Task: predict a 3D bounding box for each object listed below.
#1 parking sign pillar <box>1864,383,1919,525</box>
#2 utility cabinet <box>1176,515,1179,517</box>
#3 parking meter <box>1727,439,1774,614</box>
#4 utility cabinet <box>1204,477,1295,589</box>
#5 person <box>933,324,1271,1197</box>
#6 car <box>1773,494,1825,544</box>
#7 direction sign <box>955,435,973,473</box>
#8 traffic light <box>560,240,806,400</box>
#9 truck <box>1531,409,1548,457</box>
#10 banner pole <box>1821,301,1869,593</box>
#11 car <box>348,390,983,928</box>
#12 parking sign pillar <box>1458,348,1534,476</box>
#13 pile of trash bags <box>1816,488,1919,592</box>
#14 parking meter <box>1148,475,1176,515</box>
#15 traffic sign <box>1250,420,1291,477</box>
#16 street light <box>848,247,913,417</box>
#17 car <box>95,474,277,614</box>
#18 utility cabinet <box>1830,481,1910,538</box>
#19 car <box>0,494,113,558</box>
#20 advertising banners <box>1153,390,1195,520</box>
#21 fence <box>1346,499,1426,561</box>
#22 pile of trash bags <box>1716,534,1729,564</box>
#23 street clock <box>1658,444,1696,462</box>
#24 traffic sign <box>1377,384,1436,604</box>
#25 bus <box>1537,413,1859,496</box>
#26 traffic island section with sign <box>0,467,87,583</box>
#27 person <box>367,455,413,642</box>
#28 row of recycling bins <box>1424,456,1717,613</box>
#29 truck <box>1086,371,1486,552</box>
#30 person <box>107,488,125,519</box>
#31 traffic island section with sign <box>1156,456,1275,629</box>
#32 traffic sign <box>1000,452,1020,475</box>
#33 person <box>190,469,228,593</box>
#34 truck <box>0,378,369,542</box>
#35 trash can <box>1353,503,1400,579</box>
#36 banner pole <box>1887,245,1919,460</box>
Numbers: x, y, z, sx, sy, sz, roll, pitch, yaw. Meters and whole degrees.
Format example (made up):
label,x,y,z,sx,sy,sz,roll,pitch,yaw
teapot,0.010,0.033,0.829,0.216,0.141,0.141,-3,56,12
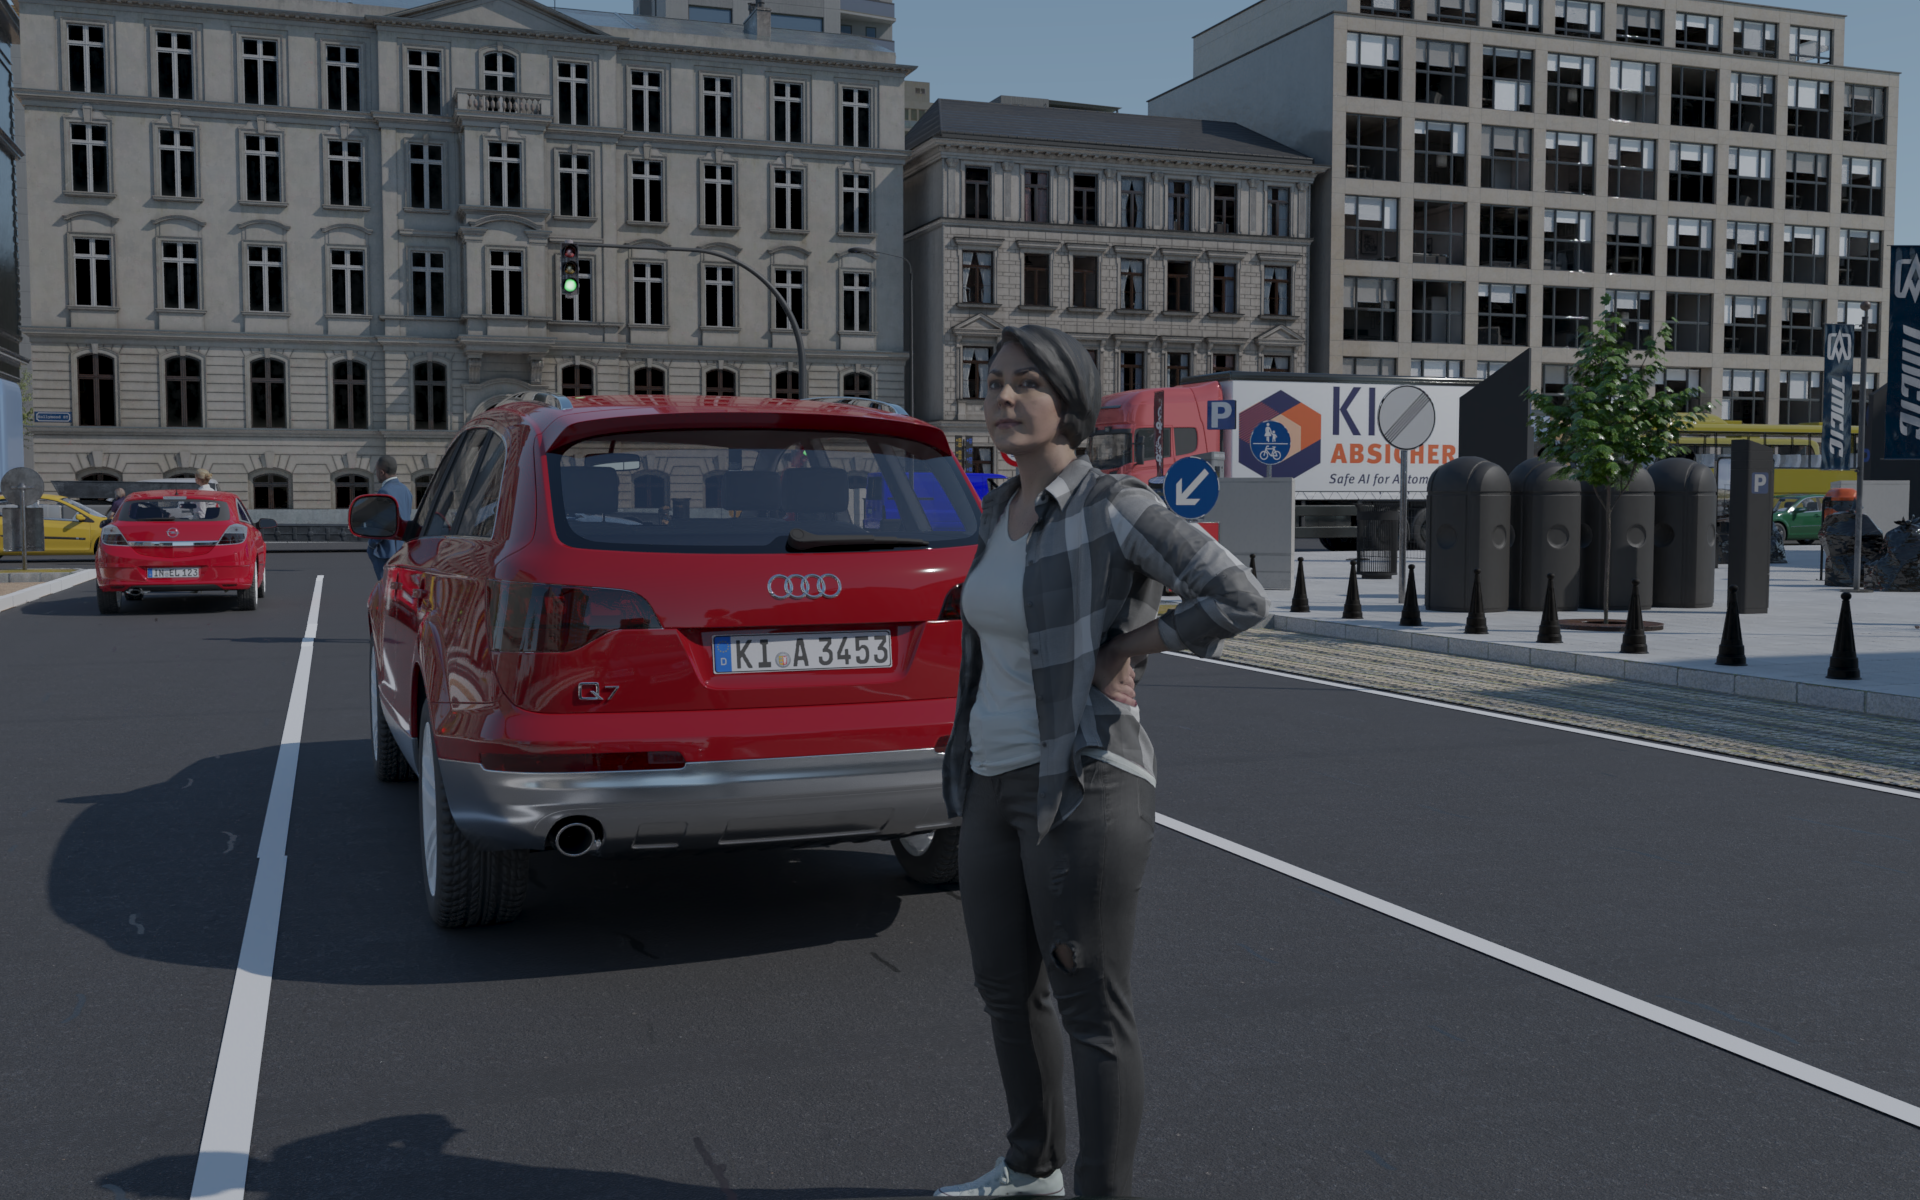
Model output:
label,x,y,z,sx,sy,sz,roll,pitch,yaw
parking sign pillar,17.296,-2.657,31.909,1.447,3.967,1.447,0,4,-3
utility cabinet,4.610,-1.373,33.607,1.020,1.237,0.306,-3,5,-44
parking meter,8.493,-0.789,18.605,0.399,1.863,0.255,-1,4,-20
utility cabinet,3.898,-0.896,23.332,1.173,1.500,0.318,1,4,19
person,0.191,0.366,3.235,0.376,1.734,0.841,-2,4,-24
car,23.332,-2.250,48.591,4.920,1.459,2.131,-1,4,-21
direction sign,0.147,-4.578,66.854,0.876,3.537,0.379,-3,5,-40
traffic light,-4.947,-3.506,31.994,4.771,5.953,1.251,-1,4,-20
truck,17.076,-4.225,57.985,11.283,4.237,2.839,-1,4,-18
banner pole,11.513,-1.986,22.493,0.863,3.779,0.401,-1,4,-16
car,-1.403,0.072,7.493,2.281,1.827,5.304,-1,4,-22
parking sign pillar,10.037,-2.690,32.453,1.447,3.967,1.447,2,4,34
pile of trash bags,12.986,-0.887,24.258,1.912,1.369,3.447,0,4,1
parking meter,2.696,-0.901,23.148,0.372,1.533,0.369,0,3,0
traffic sign,5.341,-1.826,29.959,0.768,2.556,0.104,-1,4,-15
street light,-1.444,-3.689,32.862,1.470,5.913,1.316,-1,4,-20
car,-10.014,-0.819,22.438,2.155,1.783,4.494,-1,4,-20
utility cabinet,14.970,-1.215,28.549,1.173,1.500,0.318,0,4,-4
car,-19.225,-1.626,36.811,3.980,1.641,2.015,-1,4,-19
advertising banners,3.528,-1.988,28.688,0.090,3.025,2.074,-1,4,-11
fence,8.273,-1.312,32.659,0.480,1.192,2.264,-2,4,-33
pile of trash bags,13.533,-1.385,32.399,3.447,1.369,1.912,-1,4,-14
street clock,10.427,-1.264,25.233,0.471,2.002,0.358,0,4,1
traffic sign,5.182,-1.231,20.234,0.768,2.556,0.104,-1,4,-16
bus,23.920,-3.807,53.786,12.252,3.916,2.896,-1,4,-19
traffic island section with sign,-15.614,-1.256,28.670,2.006,1.907,1.989,-1,4,-20
person,-5.493,-0.491,16.716,0.419,1.800,0.721,0,4,-3
row of recycling bins,6.900,-0.751,19.384,3.534,1.692,1.069,-1,4,-16
truck,7.832,-3.206,41.336,11.283,4.237,2.839,-1,4,-20
person,-16.992,-1.488,35.046,0.569,1.553,0.471,-2,4,-35
traffic island section with sign,2.085,-0.632,18.953,1.989,1.847,2.006,-1,4,-20
traffic sign,1.100,-2.007,32.920,0.768,2.556,0.104,-1,4,-15
person,-10.838,-0.994,24.984,0.641,1.798,0.478,1,4,19
truck,-16.987,-3.246,42.833,18.799,4.110,2.967,-1,4,-18
trash can,6.324,-0.893,26.253,0.748,1.137,0.748,0,3,0
banner pole,8.605,-1.551,15.380,0.863,3.779,0.401,0,4,-1
